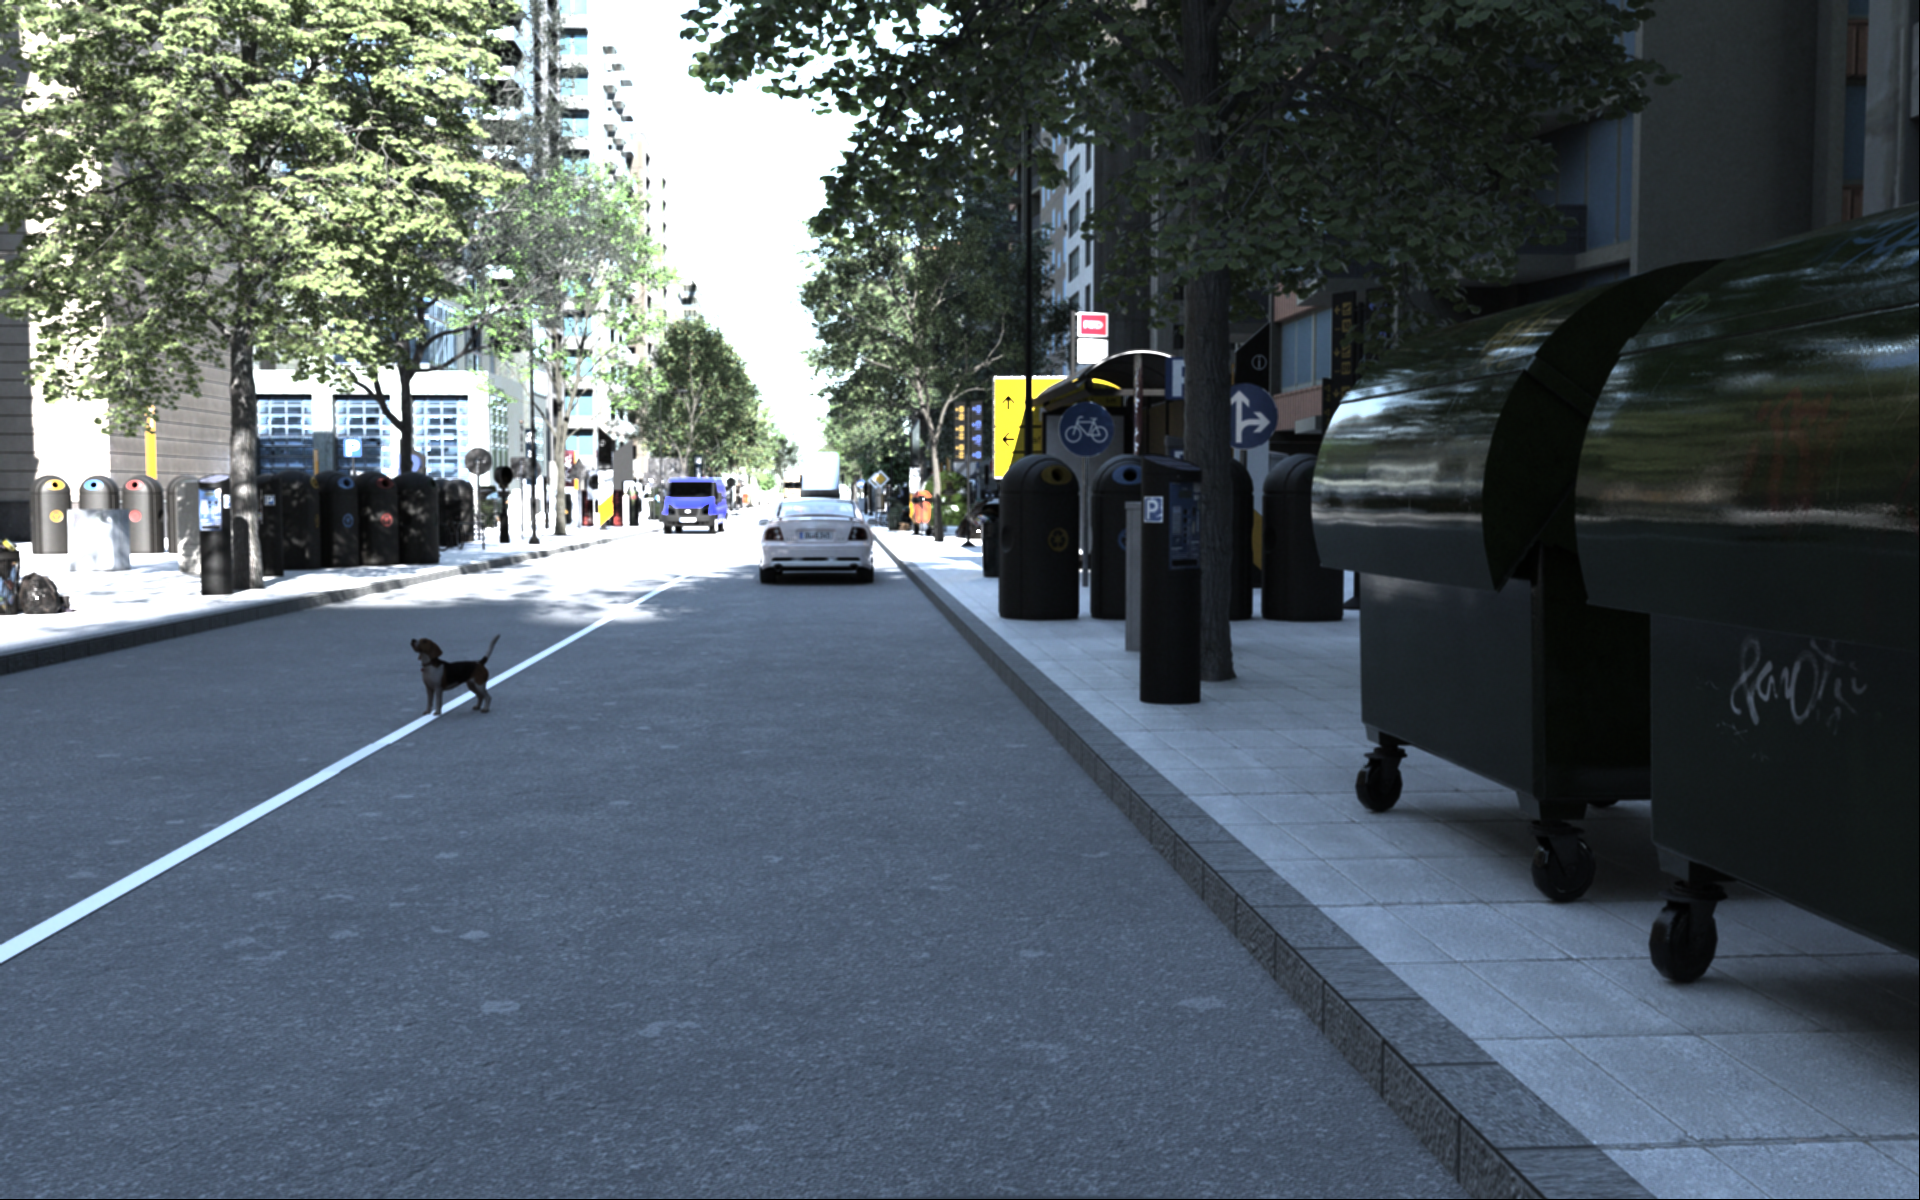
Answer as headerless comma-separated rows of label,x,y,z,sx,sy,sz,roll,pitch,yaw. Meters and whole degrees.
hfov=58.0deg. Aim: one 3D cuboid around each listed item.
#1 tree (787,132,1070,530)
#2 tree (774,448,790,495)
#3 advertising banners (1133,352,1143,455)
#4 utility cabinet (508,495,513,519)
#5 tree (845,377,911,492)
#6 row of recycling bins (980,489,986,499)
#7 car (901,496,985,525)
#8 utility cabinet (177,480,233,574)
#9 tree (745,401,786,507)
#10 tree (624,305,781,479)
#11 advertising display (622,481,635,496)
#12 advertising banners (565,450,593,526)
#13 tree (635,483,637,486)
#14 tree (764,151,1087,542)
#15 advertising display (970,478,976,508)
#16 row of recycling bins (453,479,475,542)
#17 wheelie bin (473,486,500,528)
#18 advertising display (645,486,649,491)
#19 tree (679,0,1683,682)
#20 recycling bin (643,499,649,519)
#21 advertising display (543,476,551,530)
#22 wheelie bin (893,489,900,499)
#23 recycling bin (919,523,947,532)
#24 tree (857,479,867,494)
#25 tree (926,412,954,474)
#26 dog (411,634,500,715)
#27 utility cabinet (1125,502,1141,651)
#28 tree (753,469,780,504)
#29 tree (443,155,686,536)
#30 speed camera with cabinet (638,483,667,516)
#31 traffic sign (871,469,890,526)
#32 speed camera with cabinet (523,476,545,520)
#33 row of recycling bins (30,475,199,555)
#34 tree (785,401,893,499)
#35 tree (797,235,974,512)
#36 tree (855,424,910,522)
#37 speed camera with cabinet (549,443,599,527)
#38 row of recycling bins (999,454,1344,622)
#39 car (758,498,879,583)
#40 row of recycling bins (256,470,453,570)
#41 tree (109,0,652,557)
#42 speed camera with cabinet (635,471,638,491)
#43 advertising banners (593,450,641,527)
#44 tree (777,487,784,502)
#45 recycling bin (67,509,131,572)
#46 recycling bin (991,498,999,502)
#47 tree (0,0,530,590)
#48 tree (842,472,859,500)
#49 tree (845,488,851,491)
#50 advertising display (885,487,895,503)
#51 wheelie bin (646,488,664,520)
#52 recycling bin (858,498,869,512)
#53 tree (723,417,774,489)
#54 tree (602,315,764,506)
tree,-1.293,-9.461,61.346,9.857,13.997,8.962,0,3,0
tree,-25.483,-17.843,242.092,4.360,8.622,3.978,0,3,0
advertising banners,2.155,-1.605,22.428,0.090,3.025,2.074,0,4,-4
utility cabinet,-23.081,-4.780,89.313,1.020,1.237,0.306,3,5,39
tree,-3.645,-8.589,90.792,4.737,8.622,4.395,0,3,0
row of recycling bins,1.122,-7.457,129.030,1.069,1.692,3.534,2,4,30
car,-0.542,-3.766,73.373,4.920,1.459,2.131,0,4,-4
utility cabinet,-11.906,-1.152,27.511,1.173,1.500,0.318,2,4,27
tree,-21.601,-15.370,177.048,9.928,11.665,9.643,0,3,0
tree,-15.877,-11.535,105.612,9.611,12.733,9.660,0,3,0
advertising display,-15.853,-4.747,82.830,0.123,1.923,0.974,1,4,21
advertising banners,-14.783,-4.443,68.831,2.074,3.025,0.090,-1,4,-11
tree,-27.623,-9.056,142.674,1.663,3.219,1.824,0,3,0
tree,-0.554,-6.856,46.502,8.767,10.594,7.601,0,4,-3
advertising display,0.405,-3.996,70.551,0.123,1.923,0.974,2,4,24
row of recycling bins,-13.793,-2.325,45.128,1.069,1.692,3.534,1,4,16
wheelie bin,-17.897,-3.534,65.687,0.980,1.594,0.693,0,3,0
advertising display,-23.674,-7.789,132.561,0.974,1.923,0.123,-3,4,-39
tree,1.532,-5.748,12.112,7.486,12.596,7.792,0,3,0
recycling bin,-15.659,-4.601,87.779,0.722,1.027,0.722,-1,4,-17
advertising display,-15.040,-3.538,63.060,0.123,1.923,0.974,0,4,-6
wheelie bin,-4.081,-6.430,113.045,0.693,1.594,0.980,-3,5,-42
recycling bin,-0.930,-2.859,59.302,0.722,1.027,0.722,-2,4,-35
tree,-12.550,-13.763,219.619,1.663,3.219,1.824,0,3,0
tree,-1.392,-11.400,136.753,4.360,8.622,3.978,0,3,0
dog,-3.286,0.488,11.305,0.406,0.507,0.540,0,4,5
utility cabinet,1.699,-0.207,14.545,0.306,1.237,1.020,2,4,25
tree,-25.185,-14.753,224.929,4.285,4.588,4.351,0,3,0
tree,-12.238,-7.789,53.107,9.928,11.665,9.643,0,3,0
speed camera with cabinet,-17.255,-6.434,99.528,2.038,3.252,0.660,1,4,18
traffic sign,-3.197,-4.043,69.751,0.795,2.450,0.064,0,4,-4
speed camera with cabinet,-19.656,-5.360,81.978,0.660,3.252,2.038,3,5,43
row of recycling bins,-18.027,-1.837,37.140,3.534,1.692,1.069,-1,4,-11
tree,-9.026,-14.239,158.558,9.928,11.665,9.643,0,3,0
tree,-4.966,-16.432,124.558,12.611,20.169,13.585,0,3,0
tree,-3.299,-5.924,80.564,4.285,4.588,4.351,0,3,0
speed camera with cabinet,-14.645,-4.428,66.727,2.038,3.252,0.660,0,4,5
row of recycling bins,2.156,-0.660,17.902,3.534,1.692,1.069,0,4,4
car,-2.408,-1.041,29.386,2.083,1.381,4.827,0,4,-4
row of recycling bins,-10.768,-1.445,30.745,1.069,1.692,3.534,2,4,29
tree,-11.289,-7.605,34.707,12.009,13.543,11.850,0,3,0
speed camera with cabinet,-27.875,-9.290,146.228,2.038,3.252,0.660,2,4,27
advertising banners,-13.450,-4.401,68.141,2.074,3.025,0.090,2,4,23
tree,-30.029,-18.034,289.463,1.663,3.219,1.824,0,3,0
recycling bin,-14.288,-0.991,28.755,0.722,1.027,0.722,0,4,-1
recycling bin,2.253,-5.317,99.484,0.722,1.027,0.722,3,5,41
tree,-9.224,-6.415,23.018,7.486,12.596,7.792,0,3,0
tree,-14.897,-19.689,238.919,9.611,12.733,9.660,0,3,0
tree,-15.393,-18.562,253.855,4.360,8.622,3.978,0,3,0
advertising display,-6.004,-8.631,146.336,0.974,1.923,0.123,1,4,14
wheelie bin,-14.922,-4.708,84.878,0.980,1.594,0.693,3,5,42
recycling bin,-7.007,-6.909,125.510,0.722,1.027,0.722,0,4,3
tree,-17.965,-11.469,137.885,4.360,8.622,3.978,0,3,0
tree,-14.719,-9.586,91.147,8.767,10.594,7.601,0,4,-3
